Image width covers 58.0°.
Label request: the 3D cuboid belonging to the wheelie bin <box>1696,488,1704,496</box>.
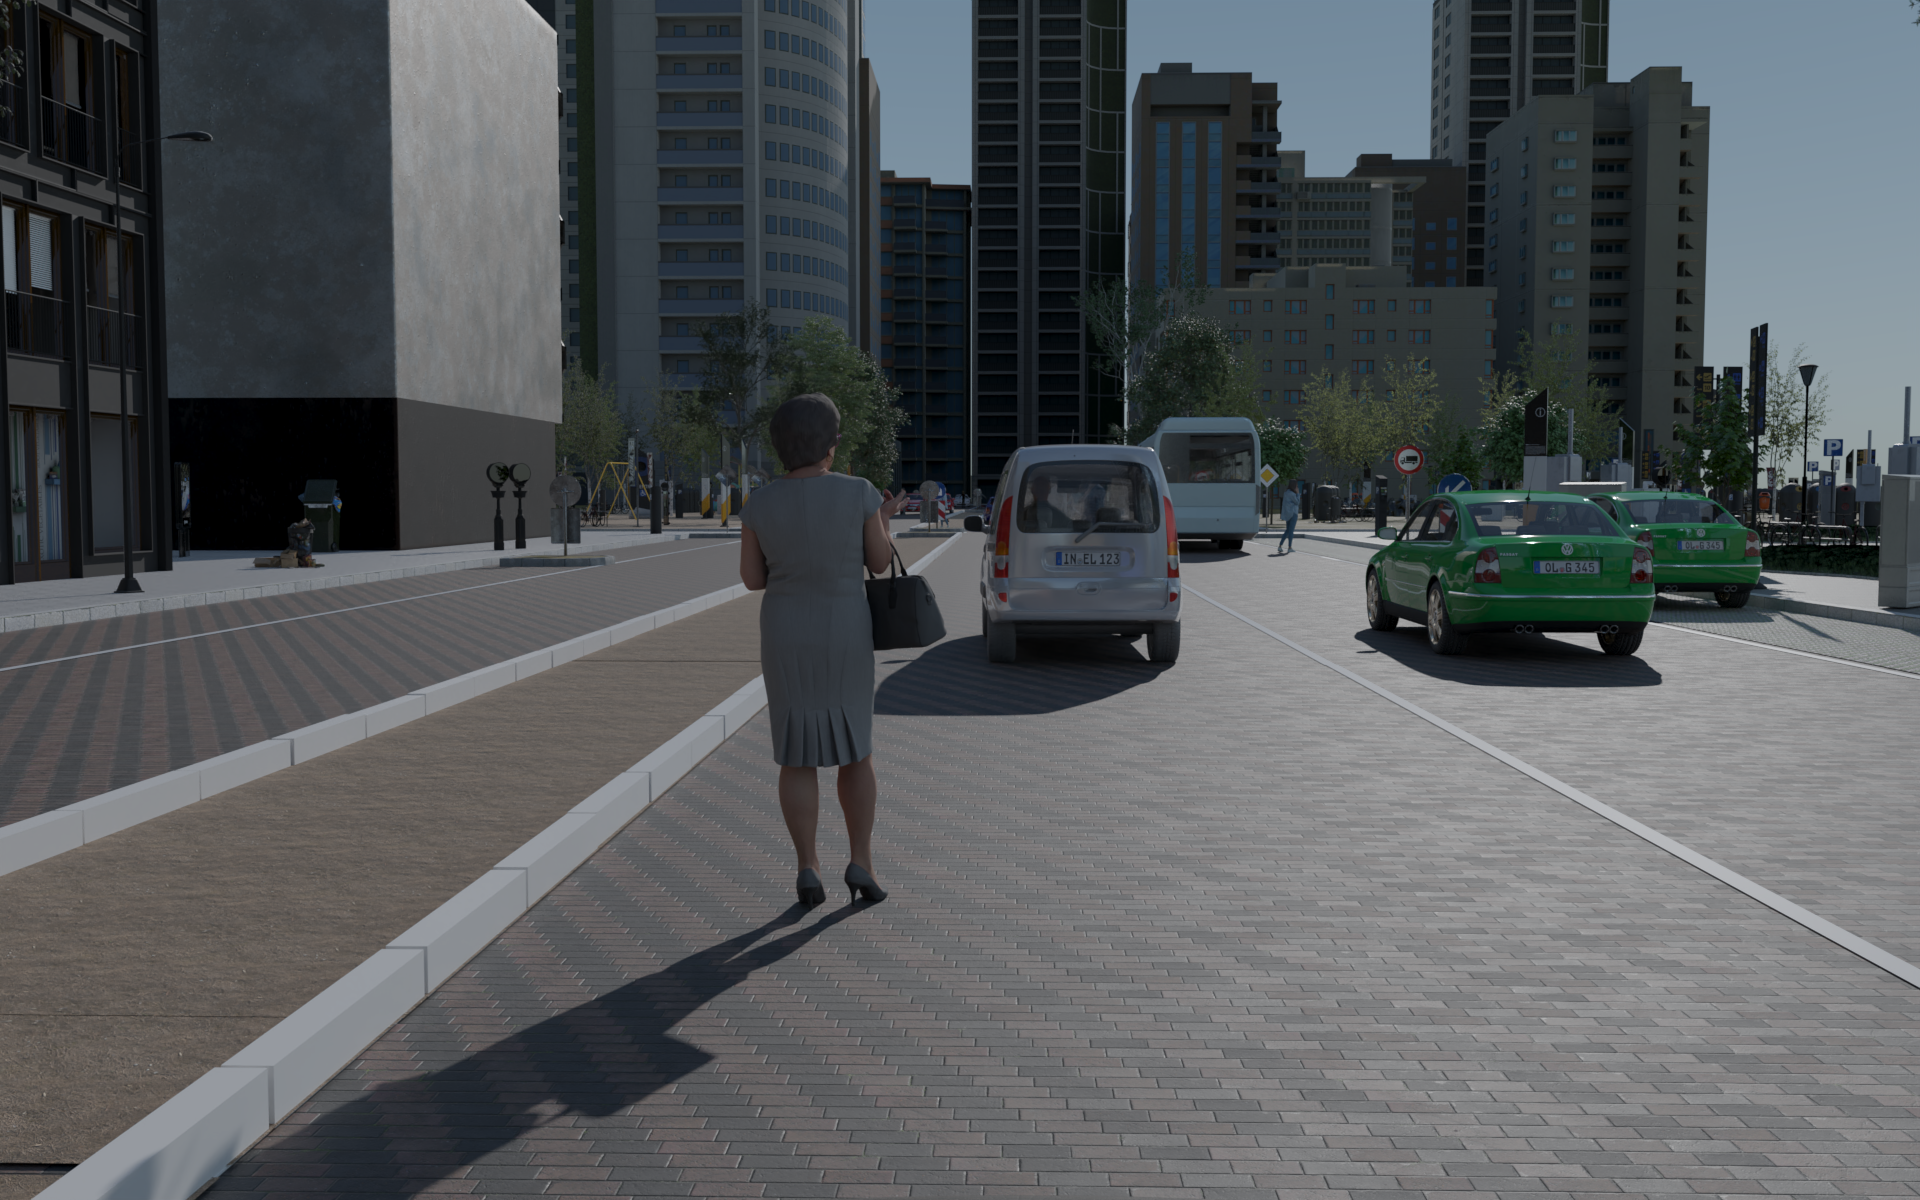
[{"bbox_3d":[39.486,-5.202,92.961,0.693,1.594,0.980,-2,4,-28],"label":"wheelie bin"}]

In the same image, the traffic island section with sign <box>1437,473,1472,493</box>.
[{"bbox_3d":[9.449,-1.561,34.158,1.989,1.847,2.006,0,4,2],"label":"traffic island section with sign"}]

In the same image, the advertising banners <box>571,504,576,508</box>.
[{"bbox_3d":[-30.681,-8.497,135.107,2.074,3.025,0.090,3,4,37],"label":"advertising banners"}]

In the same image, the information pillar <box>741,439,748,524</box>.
[{"bbox_3d":[-9.151,-5.030,73.598,0.183,3.616,0.504,-2,4,-26],"label":"information pillar"}]

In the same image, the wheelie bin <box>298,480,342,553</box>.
[{"bbox_3d":[-14.073,-1.851,38.172,0.980,1.594,0.693,0,4,-3],"label":"wheelie bin"}]

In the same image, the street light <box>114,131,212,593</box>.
[{"bbox_3d":[-10.272,-3.046,22.342,1.470,5.913,1.316,0,4,2],"label":"street light"}]

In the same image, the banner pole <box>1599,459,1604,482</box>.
[{"bbox_3d":[43.583,-7.810,117.716,0.401,3.779,0.863,3,5,41],"label":"banner pole"}]

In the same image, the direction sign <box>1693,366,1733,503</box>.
[{"bbox_3d":[13.436,-2.372,30.779,0.876,3.537,0.379,0,4,-4],"label":"direction sign"}]

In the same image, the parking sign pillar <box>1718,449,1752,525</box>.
[{"bbox_3d":[32.544,-5.143,72.567,1.447,3.967,1.447,-1,4,-12],"label":"parking sign pillar"}]

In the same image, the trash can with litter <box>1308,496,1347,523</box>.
[{"bbox_3d":[16.216,-4.005,76.539,2.233,1.210,1.678,-2,4,-24],"label":"trash can with litter"}]

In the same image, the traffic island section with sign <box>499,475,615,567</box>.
[{"bbox_3d":[-8.100,-1.624,35.173,1.989,1.847,2.006,0,4,2],"label":"traffic island section with sign"}]

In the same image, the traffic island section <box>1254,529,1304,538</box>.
[{"bbox_3d":[10.121,-2.129,57.082,2.009,0.180,2.903,0,4,2],"label":"traffic island section"}]

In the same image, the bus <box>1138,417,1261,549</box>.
[{"bbox_3d":[6.326,-3.260,48.154,2.948,3.499,13.247,0,4,4],"label":"bus"}]

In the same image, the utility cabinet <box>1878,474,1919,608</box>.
[{"bbox_3d":[10.824,-0.672,19.673,1.173,1.500,0.318,-3,5,-44],"label":"utility cabinet"}]

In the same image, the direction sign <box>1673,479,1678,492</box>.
[{"bbox_3d":[44.497,-7.056,107.359,0.876,3.537,0.379,-2,4,-30],"label":"direction sign"}]

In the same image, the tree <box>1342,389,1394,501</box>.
[{"bbox_3d":[28.582,-10.521,122.381,4.737,8.622,4.395,0,3,0],"label":"tree"}]

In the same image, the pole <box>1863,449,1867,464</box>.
[{"bbox_3d":[40.908,-5.165,78.291,0.158,3.312,0.155,0,3,0],"label":"pole"}]

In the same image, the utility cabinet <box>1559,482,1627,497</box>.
[{"bbox_3d":[11.965,-1.476,32.814,1.173,1.500,0.318,3,4,39],"label":"utility cabinet"}]

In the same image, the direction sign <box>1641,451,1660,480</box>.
[{"bbox_3d":[36.317,-6.063,91.127,0.876,3.537,0.379,1,4,20],"label":"direction sign"}]

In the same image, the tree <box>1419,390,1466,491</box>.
[{"bbox_3d":[34.454,-10.587,123.456,4.737,8.622,4.395,0,3,0],"label":"tree"}]

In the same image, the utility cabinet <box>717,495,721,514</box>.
[{"bbox_3d":[-14.773,-5.988,109.073,1.020,1.237,0.306,1,4,15],"label":"utility cabinet"}]

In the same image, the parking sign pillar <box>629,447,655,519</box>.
[{"bbox_3d":[-16.591,-6.235,90.413,1.447,3.967,1.447,-1,4,-19],"label":"parking sign pillar"}]

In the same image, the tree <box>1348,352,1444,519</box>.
[{"bbox_3d":[22.793,-8.479,88.987,4.360,8.622,3.978,0,3,0],"label":"tree"}]

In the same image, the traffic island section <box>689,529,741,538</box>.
[{"bbox_3d":[-7.762,-2.161,57.616,2.009,0.180,2.903,0,4,2],"label":"traffic island section"}]

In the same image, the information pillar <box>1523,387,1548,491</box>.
[{"bbox_3d":[12.625,-2.851,37.972,0.504,3.616,0.183,1,4,23],"label":"information pillar"}]

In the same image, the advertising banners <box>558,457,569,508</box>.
[{"bbox_3d":[-18.748,-5.233,81.746,0.090,3.025,2.074,-1,4,-22],"label":"advertising banners"}]

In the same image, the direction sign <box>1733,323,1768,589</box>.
[{"bbox_3d":[10.748,-1.921,23.398,0.379,3.537,0.876,1,4,12],"label":"direction sign"}]

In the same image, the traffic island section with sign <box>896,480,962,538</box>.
[{"bbox_3d":[-1.057,-3.028,57.651,2.006,1.907,1.989,0,4,2],"label":"traffic island section with sign"}]

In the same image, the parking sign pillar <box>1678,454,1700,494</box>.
[{"bbox_3d":[45.935,-7.379,109.126,1.447,3.967,1.447,-3,5,-43],"label":"parking sign pillar"}]

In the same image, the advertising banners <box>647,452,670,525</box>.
[{"bbox_3d":[-12.554,-4.639,72.043,0.090,3.025,2.074,-2,4,-35],"label":"advertising banners"}]

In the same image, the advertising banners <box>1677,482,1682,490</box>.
[{"bbox_3d":[44.606,-6.715,105.975,2.074,3.025,0.090,-1,4,-21],"label":"advertising banners"}]

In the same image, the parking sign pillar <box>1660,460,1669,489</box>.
[{"bbox_3d":[55.058,-9.028,136.077,1.447,3.967,1.447,-2,4,-24],"label":"parking sign pillar"}]

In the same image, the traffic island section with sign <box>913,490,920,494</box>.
[{"bbox_3d":[-4.177,-9.705,167.302,1.989,1.847,2.006,0,4,2],"label":"traffic island section with sign"}]

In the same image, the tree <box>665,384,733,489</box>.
[{"bbox_3d":[-16.866,-10.027,114.299,4.737,8.622,4.395,0,3,0],"label":"tree"}]

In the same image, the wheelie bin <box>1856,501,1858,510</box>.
[{"bbox_3d":[56.680,-6.248,110.056,0.980,1.594,0.693,0,4,-6],"label":"wheelie bin"}]

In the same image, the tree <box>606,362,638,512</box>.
[{"bbox_3d":[-19.511,-8.594,90.878,4.360,8.622,3.978,0,3,0],"label":"tree"}]

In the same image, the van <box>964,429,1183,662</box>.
[{"bbox_3d":[1.043,-0.559,16.153,2.013,2.044,4.112,0,4,0],"label":"van"}]

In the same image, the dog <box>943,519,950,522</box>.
[{"bbox_3d":[-0.659,-4.155,88.135,0.748,0.427,0.550,-1,4,-18],"label":"dog"}]

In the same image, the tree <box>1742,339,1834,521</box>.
[{"bbox_3d":[39.366,-8.110,82.966,4.360,8.622,3.978,0,3,0],"label":"tree"}]

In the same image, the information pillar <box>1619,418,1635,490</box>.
[{"bbox_3d":[20.469,-3.787,53.280,0.183,3.616,0.504,-3,5,-41],"label":"information pillar"}]

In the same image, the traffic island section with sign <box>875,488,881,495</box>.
[{"bbox_3d":[-5.657,-6.669,117.661,1.989,1.847,2.006,0,4,2],"label":"traffic island section with sign"}]

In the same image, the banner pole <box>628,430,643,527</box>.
[{"bbox_3d":[-12.696,-4.737,67.463,0.401,3.779,0.863,-3,5,-43],"label":"banner pole"}]

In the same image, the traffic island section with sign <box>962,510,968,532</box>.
[{"bbox_3d":[-0.828,-3.481,65.055,2.006,1.907,1.989,0,4,2],"label":"traffic island section with sign"}]

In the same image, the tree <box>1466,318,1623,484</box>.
[{"bbox_3d":[24.852,-7.506,73.082,4.737,8.622,4.395,0,3,0],"label":"tree"}]

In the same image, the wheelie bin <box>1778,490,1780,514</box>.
[{"bbox_3d":[58.329,-7.077,123.615,0.980,1.594,0.693,-2,4,-24],"label":"wheelie bin"}]

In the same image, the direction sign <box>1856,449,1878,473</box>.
[{"bbox_3d":[45.692,-5.836,87.417,0.876,3.537,0.379,1,4,12],"label":"direction sign"}]

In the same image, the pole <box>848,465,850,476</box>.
[{"bbox_3d":[-7.843,-7.859,122.343,0.158,3.312,0.155,0,3,0],"label":"pole"}]

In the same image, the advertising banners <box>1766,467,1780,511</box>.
[{"bbox_3d":[53.366,-7.103,112.323,2.074,3.025,0.090,2,4,31],"label":"advertising banners"}]

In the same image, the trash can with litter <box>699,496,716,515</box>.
[{"bbox_3d":[-15.190,-5.680,104.249,1.055,1.170,0.624,0,4,7],"label":"trash can with litter"}]

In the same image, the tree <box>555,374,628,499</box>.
[{"bbox_3d":[-22.143,-9.507,105.795,4.737,8.622,4.395,0,3,0],"label":"tree"}]

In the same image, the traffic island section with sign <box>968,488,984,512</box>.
[{"bbox_3d":[1.390,-8.075,140.161,2.006,1.907,1.989,0,4,2],"label":"traffic island section with sign"}]

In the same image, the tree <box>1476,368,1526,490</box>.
[{"bbox_3d":[31.785,-9.183,100.498,4.360,8.622,3.978,0,3,0],"label":"tree"}]

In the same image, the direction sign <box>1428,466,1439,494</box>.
[{"bbox_3d":[37.735,-8.929,137.994,0.876,3.537,0.379,2,4,27],"label":"direction sign"}]

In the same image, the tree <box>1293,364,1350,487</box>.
[{"bbox_3d":[21.094,-9.084,98.887,4.360,8.622,3.978,0,3,0],"label":"tree"}]

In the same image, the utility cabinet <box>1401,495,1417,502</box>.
[{"bbox_3d":[30.884,-6.606,119.165,1.020,1.237,0.306,0,4,3],"label":"utility cabinet"}]

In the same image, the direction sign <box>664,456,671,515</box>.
[{"bbox_3d":[-17.574,-6.861,104.175,0.379,3.537,0.876,-2,4,-32],"label":"direction sign"}]

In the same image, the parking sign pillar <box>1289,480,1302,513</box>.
[{"bbox_3d":[22.809,-7.972,118.818,1.447,3.967,1.447,0,4,6],"label":"parking sign pillar"}]
